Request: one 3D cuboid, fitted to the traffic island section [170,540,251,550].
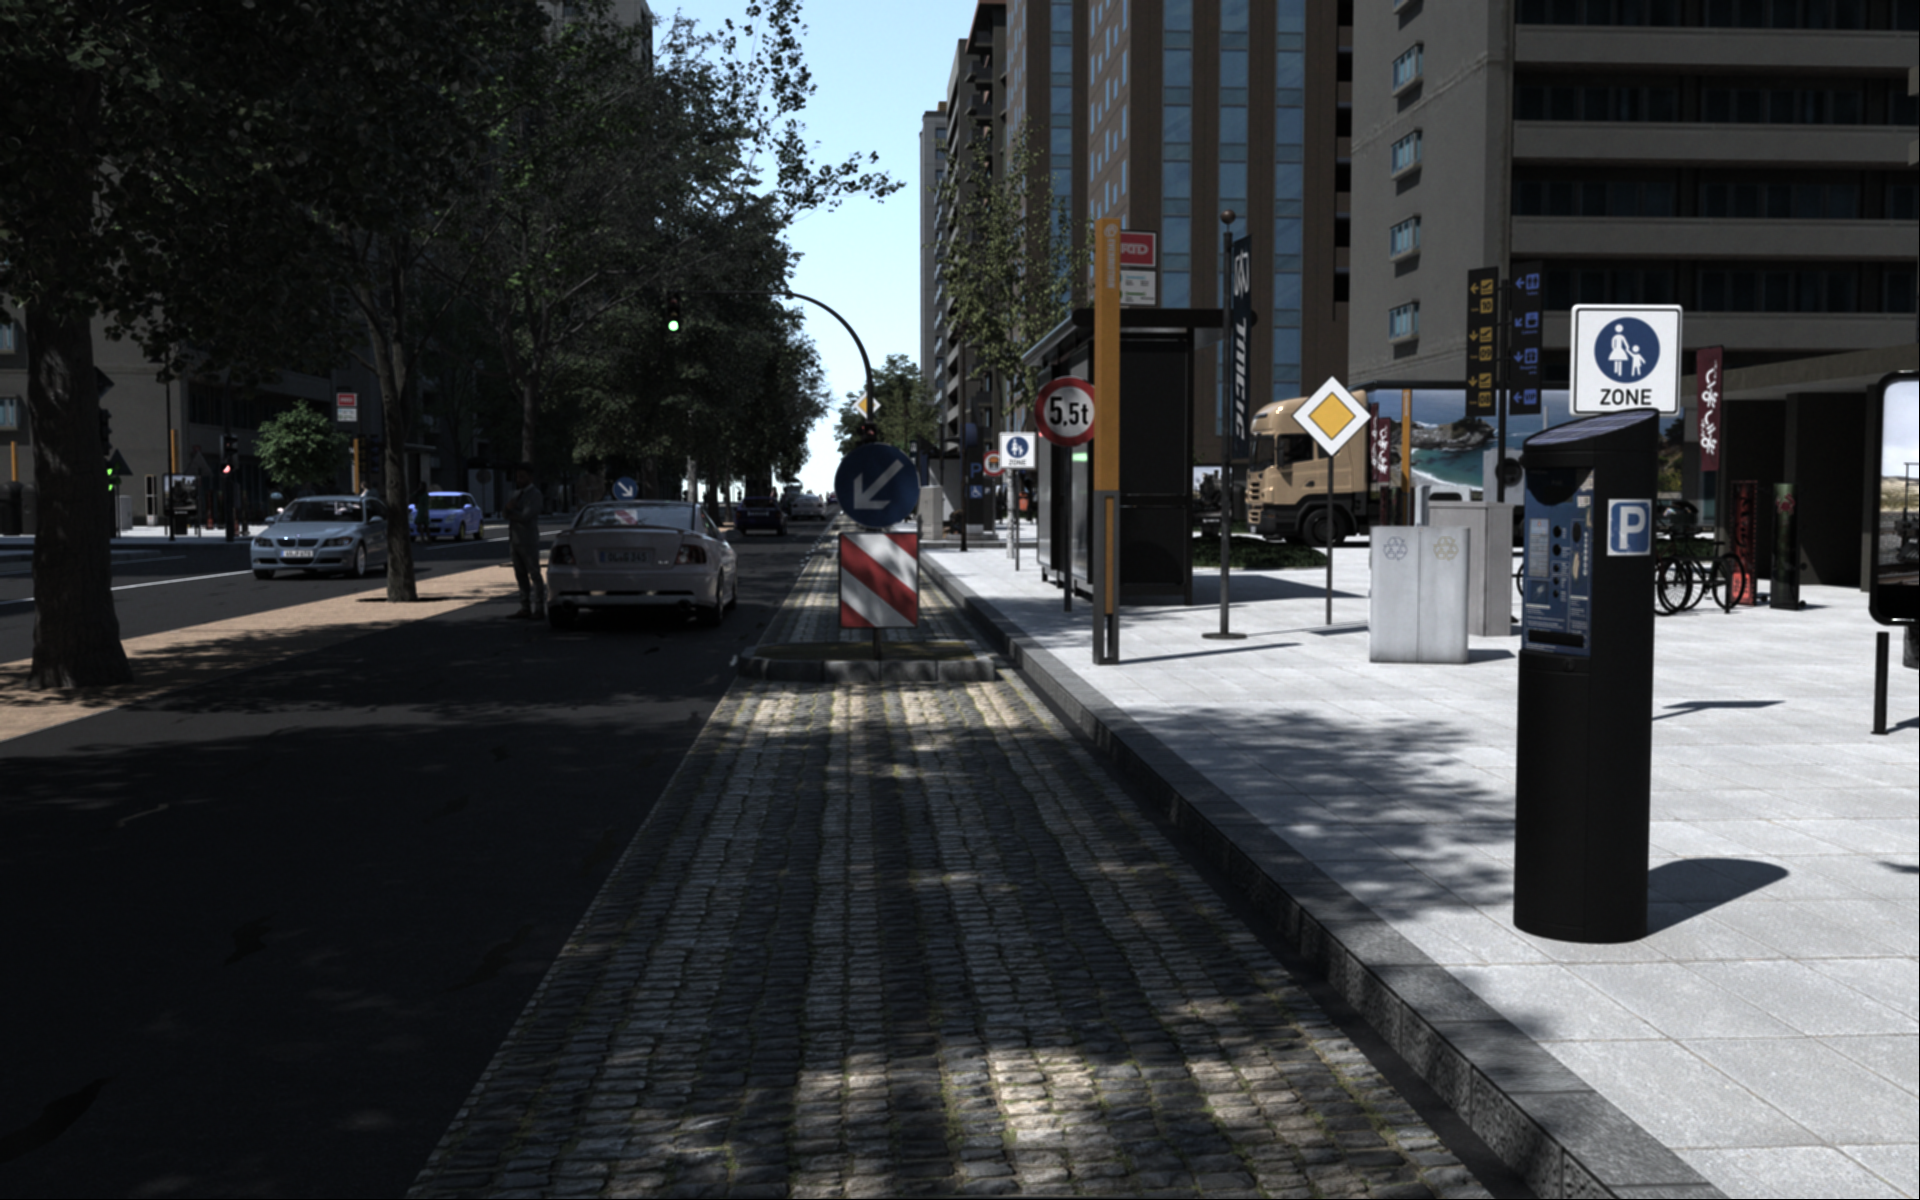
[{"bbox_3d":[-19.464,-1.459,46.137,2.009,0.180,2.903,0,4,-4],"label":"traffic island section"}]

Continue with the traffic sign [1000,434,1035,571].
[{"bbox_3d":[0.959,-1.636,28.876,0.606,2.300,0.079,0,4,6],"label":"traffic sign"}]

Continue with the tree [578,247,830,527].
[{"bbox_3d":[-10.645,-9.476,74.403,9.611,12.733,9.660,0,3,0],"label":"tree"}]

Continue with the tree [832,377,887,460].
[{"bbox_3d":[-8.935,-16.993,184.484,9.857,13.997,8.962,0,3,0],"label":"tree"}]

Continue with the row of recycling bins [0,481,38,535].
[{"bbox_3d":[-29.533,-2.919,54.841,3.534,1.692,1.069,1,4,12],"label":"row of recycling bins"}]

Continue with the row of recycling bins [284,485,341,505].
[{"bbox_3d":[-28.324,-4.213,76.000,1.069,1.692,3.534,1,4,14],"label":"row of recycling bins"}]

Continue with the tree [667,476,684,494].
[{"bbox_3d":[-30.314,-11.559,183.598,1.663,3.219,1.824,0,3,0],"label":"tree"}]

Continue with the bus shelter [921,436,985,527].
[{"bbox_3d":[-0.295,-4.245,63.337,2.014,3.302,5.546,0,4,-4],"label":"bus shelter"}]

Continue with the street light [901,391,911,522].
[{"bbox_3d":[-2.441,-6.442,78.115,0.468,5.910,1.993,0,4,-4],"label":"street light"}]

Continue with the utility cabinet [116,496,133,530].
[{"bbox_3d":[-29.951,-3.108,61.971,0.306,1.237,1.020,0,4,-5],"label":"utility cabinet"}]

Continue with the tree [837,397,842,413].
[{"bbox_3d":[-11.532,-10.567,85.593,12.009,13.543,11.850,0,3,0],"label":"tree"}]

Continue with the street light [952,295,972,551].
[{"bbox_3d":[0.084,-4.041,38.859,0.468,5.910,1.993,0,4,-4],"label":"street light"}]

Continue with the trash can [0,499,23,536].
[{"bbox_3d":[-29.128,-2.538,53.156,0.748,1.137,0.748,0,3,0],"label":"trash can"}]

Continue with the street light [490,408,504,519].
[{"bbox_3d":[-24.183,-7.208,90.638,0.468,5.910,1.993,0,4,-4],"label":"street light"}]

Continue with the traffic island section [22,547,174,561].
[{"bbox_3d":[-18.971,-0.972,38.167,2.009,0.180,2.903,0,4,-4],"label":"traffic island section"}]

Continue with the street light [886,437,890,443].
[{"bbox_3d":[-5.067,-9.117,121.844,0.468,5.910,1.993,0,4,-4],"label":"street light"}]

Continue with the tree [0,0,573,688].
[{"bbox_3d":[-6.586,-6.323,12.497,9.857,13.997,8.962,0,3,0],"label":"tree"}]

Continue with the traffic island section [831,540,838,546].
[{"bbox_3d":[-2.505,-1.523,47.178,2.009,0.180,2.903,0,4,-4],"label":"traffic island section"}]

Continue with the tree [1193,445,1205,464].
[{"bbox_3d":[9.162,-4.500,68.183,1.663,3.219,1.824,0,3,0],"label":"tree"}]

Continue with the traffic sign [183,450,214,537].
[{"bbox_3d":[-22.560,-3.138,51.312,0.884,2.594,0.081,0,4,-3],"label":"traffic sign"}]

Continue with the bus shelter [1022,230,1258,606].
[{"bbox_3d":[2.081,-2.829,23.885,2.179,5.291,8.768,0,4,-3],"label":"bus shelter"}]

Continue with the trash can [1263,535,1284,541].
[{"bbox_3d":[8.639,-2.201,47.639,0.748,1.137,0.748,0,3,0],"label":"trash can"}]

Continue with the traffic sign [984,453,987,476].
[{"bbox_3d":[0.574,-3.204,52.484,0.768,2.556,0.104,0,4,4],"label":"traffic sign"}]

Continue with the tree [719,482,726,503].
[{"bbox_3d":[-34.788,-15.863,253.955,1.663,3.219,1.824,0,3,0],"label":"tree"}]

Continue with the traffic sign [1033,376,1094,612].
[{"bbox_3d":[1.177,-1.143,18.797,0.768,2.556,0.104,0,4,1],"label":"traffic sign"}]

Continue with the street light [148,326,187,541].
[{"bbox_3d":[-21.577,-4.555,47.255,0.468,5.910,1.993,0,4,-4],"label":"street light"}]

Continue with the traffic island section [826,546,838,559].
[{"bbox_3d":[-2.011,-1.035,39.208,2.009,0.180,2.903,0,4,-4],"label":"traffic island section"}]

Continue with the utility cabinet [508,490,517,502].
[{"bbox_3d":[-25.748,-5.652,101.089,1.173,1.500,0.318,-3,4,-38],"label":"utility cabinet"}]

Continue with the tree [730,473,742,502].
[{"bbox_3d":[-35.919,-19.820,274.426,4.737,8.622,4.395,0,3,0],"label":"tree"}]

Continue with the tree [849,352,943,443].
[{"bbox_3d":[-4.797,-13.505,138.927,7.486,12.596,7.792,0,3,0],"label":"tree"}]

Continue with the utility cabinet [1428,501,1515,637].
[{"bbox_3d":[4.723,-0.299,16.044,0.306,1.237,1.020,-1,4,-15],"label":"utility cabinet"}]

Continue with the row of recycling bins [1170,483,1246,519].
[{"bbox_3d":[9.354,-3.570,65.477,3.534,1.692,1.069,-2,4,-35],"label":"row of recycling bins"}]

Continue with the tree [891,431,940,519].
[{"bbox_3d":[-2.320,-6.504,90.052,4.285,4.588,4.351,0,3,0],"label":"tree"}]

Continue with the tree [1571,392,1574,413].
[{"bbox_3d":[3.596,-4.623,1.340,9.928,11.665,9.643,0,3,0],"label":"tree"}]

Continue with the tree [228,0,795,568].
[{"bbox_3d":[-8.468,-7.393,33.699,12.009,13.543,11.850,0,3,0],"label":"tree"}]

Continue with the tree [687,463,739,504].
[{"bbox_3d":[-34.449,-19.365,234.750,7.486,12.596,7.792,0,3,0],"label":"tree"}]

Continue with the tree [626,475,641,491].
[{"bbox_3d":[-28.909,-9.704,153.257,1.663,3.219,1.824,0,3,0],"label":"tree"}]

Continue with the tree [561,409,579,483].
[{"bbox_3d":[-27.110,-13.413,136.308,9.611,12.733,9.660,0,3,0],"label":"tree"}]

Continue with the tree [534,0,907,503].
[{"bbox_3d":[-8.666,-12.522,63.085,12.611,20.169,13.585,0,3,0],"label":"tree"}]

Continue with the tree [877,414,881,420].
[{"bbox_3d":[-6.032,-12.273,151.027,4.360,8.622,3.978,0,3,0],"label":"tree"}]

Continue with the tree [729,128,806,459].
[{"bbox_3d":[-9.031,-8.644,50.441,9.857,13.997,8.962,0,3,0],"label":"tree"}]

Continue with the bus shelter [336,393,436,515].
[{"bbox_3d":[-23.721,-5.731,71.336,2.179,5.291,8.768,0,4,-3],"label":"bus shelter"}]

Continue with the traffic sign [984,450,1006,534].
[{"bbox_3d":[0.985,-3.066,50.238,0.768,2.556,0.104,0,4,1],"label":"traffic sign"}]

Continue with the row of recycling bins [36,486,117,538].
[{"bbox_3d":[-25.909,-2.689,51.085,3.534,1.692,1.069,3,5,42],"label":"row of recycling bins"}]

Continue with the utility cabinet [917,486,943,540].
[{"bbox_3d":[-0.844,-2.403,47.975,0.318,1.500,1.173,-2,4,-23],"label":"utility cabinet"}]

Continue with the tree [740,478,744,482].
[{"bbox_3d":[-35.566,-21.236,265.341,7.486,12.596,7.792,0,3,0],"label":"tree"}]

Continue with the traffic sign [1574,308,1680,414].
[{"bbox_3d":[3.601,-0.448,9.448,0.606,2.300,0.079,0,4,-3],"label":"traffic sign"}]

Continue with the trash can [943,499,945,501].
[{"bbox_3d":[-0.827,-2.612,54.366,0.748,1.137,0.748,0,3,0],"label":"trash can"}]

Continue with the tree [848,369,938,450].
[{"bbox_3d":[-5.000,-11.892,128.850,7.601,10.594,8.767,0,4,8],"label":"tree"}]

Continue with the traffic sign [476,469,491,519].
[{"bbox_3d":[-24.148,-5.365,87.828,0.768,2.556,0.104,0,4,-2],"label":"traffic sign"}]

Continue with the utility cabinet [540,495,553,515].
[{"bbox_3d":[-25.685,-5.868,107.101,1.020,1.237,0.306,1,4,9],"label":"utility cabinet"}]

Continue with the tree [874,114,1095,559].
[{"bbox_3d":[1.162,-5.110,33.916,4.737,8.622,4.395,0,3,0],"label":"tree"}]

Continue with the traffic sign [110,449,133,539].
[{"bbox_3d":[-24.022,-3.022,49.410,0.884,2.594,0.081,0,4,1],"label":"traffic sign"}]

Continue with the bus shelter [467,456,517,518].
[{"bbox_3d":[-25.780,-6.184,95.028,2.014,3.302,5.546,0,4,-4],"label":"bus shelter"}]

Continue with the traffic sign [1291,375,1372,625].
[{"bbox_3d":[3.609,-0.961,16.892,0.795,2.450,0.064,0,4,-3],"label":"traffic sign"}]

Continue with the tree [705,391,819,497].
[{"bbox_3d":[-12.884,-10.508,108.670,8.767,10.594,7.601,0,4,-4],"label":"tree"}]
